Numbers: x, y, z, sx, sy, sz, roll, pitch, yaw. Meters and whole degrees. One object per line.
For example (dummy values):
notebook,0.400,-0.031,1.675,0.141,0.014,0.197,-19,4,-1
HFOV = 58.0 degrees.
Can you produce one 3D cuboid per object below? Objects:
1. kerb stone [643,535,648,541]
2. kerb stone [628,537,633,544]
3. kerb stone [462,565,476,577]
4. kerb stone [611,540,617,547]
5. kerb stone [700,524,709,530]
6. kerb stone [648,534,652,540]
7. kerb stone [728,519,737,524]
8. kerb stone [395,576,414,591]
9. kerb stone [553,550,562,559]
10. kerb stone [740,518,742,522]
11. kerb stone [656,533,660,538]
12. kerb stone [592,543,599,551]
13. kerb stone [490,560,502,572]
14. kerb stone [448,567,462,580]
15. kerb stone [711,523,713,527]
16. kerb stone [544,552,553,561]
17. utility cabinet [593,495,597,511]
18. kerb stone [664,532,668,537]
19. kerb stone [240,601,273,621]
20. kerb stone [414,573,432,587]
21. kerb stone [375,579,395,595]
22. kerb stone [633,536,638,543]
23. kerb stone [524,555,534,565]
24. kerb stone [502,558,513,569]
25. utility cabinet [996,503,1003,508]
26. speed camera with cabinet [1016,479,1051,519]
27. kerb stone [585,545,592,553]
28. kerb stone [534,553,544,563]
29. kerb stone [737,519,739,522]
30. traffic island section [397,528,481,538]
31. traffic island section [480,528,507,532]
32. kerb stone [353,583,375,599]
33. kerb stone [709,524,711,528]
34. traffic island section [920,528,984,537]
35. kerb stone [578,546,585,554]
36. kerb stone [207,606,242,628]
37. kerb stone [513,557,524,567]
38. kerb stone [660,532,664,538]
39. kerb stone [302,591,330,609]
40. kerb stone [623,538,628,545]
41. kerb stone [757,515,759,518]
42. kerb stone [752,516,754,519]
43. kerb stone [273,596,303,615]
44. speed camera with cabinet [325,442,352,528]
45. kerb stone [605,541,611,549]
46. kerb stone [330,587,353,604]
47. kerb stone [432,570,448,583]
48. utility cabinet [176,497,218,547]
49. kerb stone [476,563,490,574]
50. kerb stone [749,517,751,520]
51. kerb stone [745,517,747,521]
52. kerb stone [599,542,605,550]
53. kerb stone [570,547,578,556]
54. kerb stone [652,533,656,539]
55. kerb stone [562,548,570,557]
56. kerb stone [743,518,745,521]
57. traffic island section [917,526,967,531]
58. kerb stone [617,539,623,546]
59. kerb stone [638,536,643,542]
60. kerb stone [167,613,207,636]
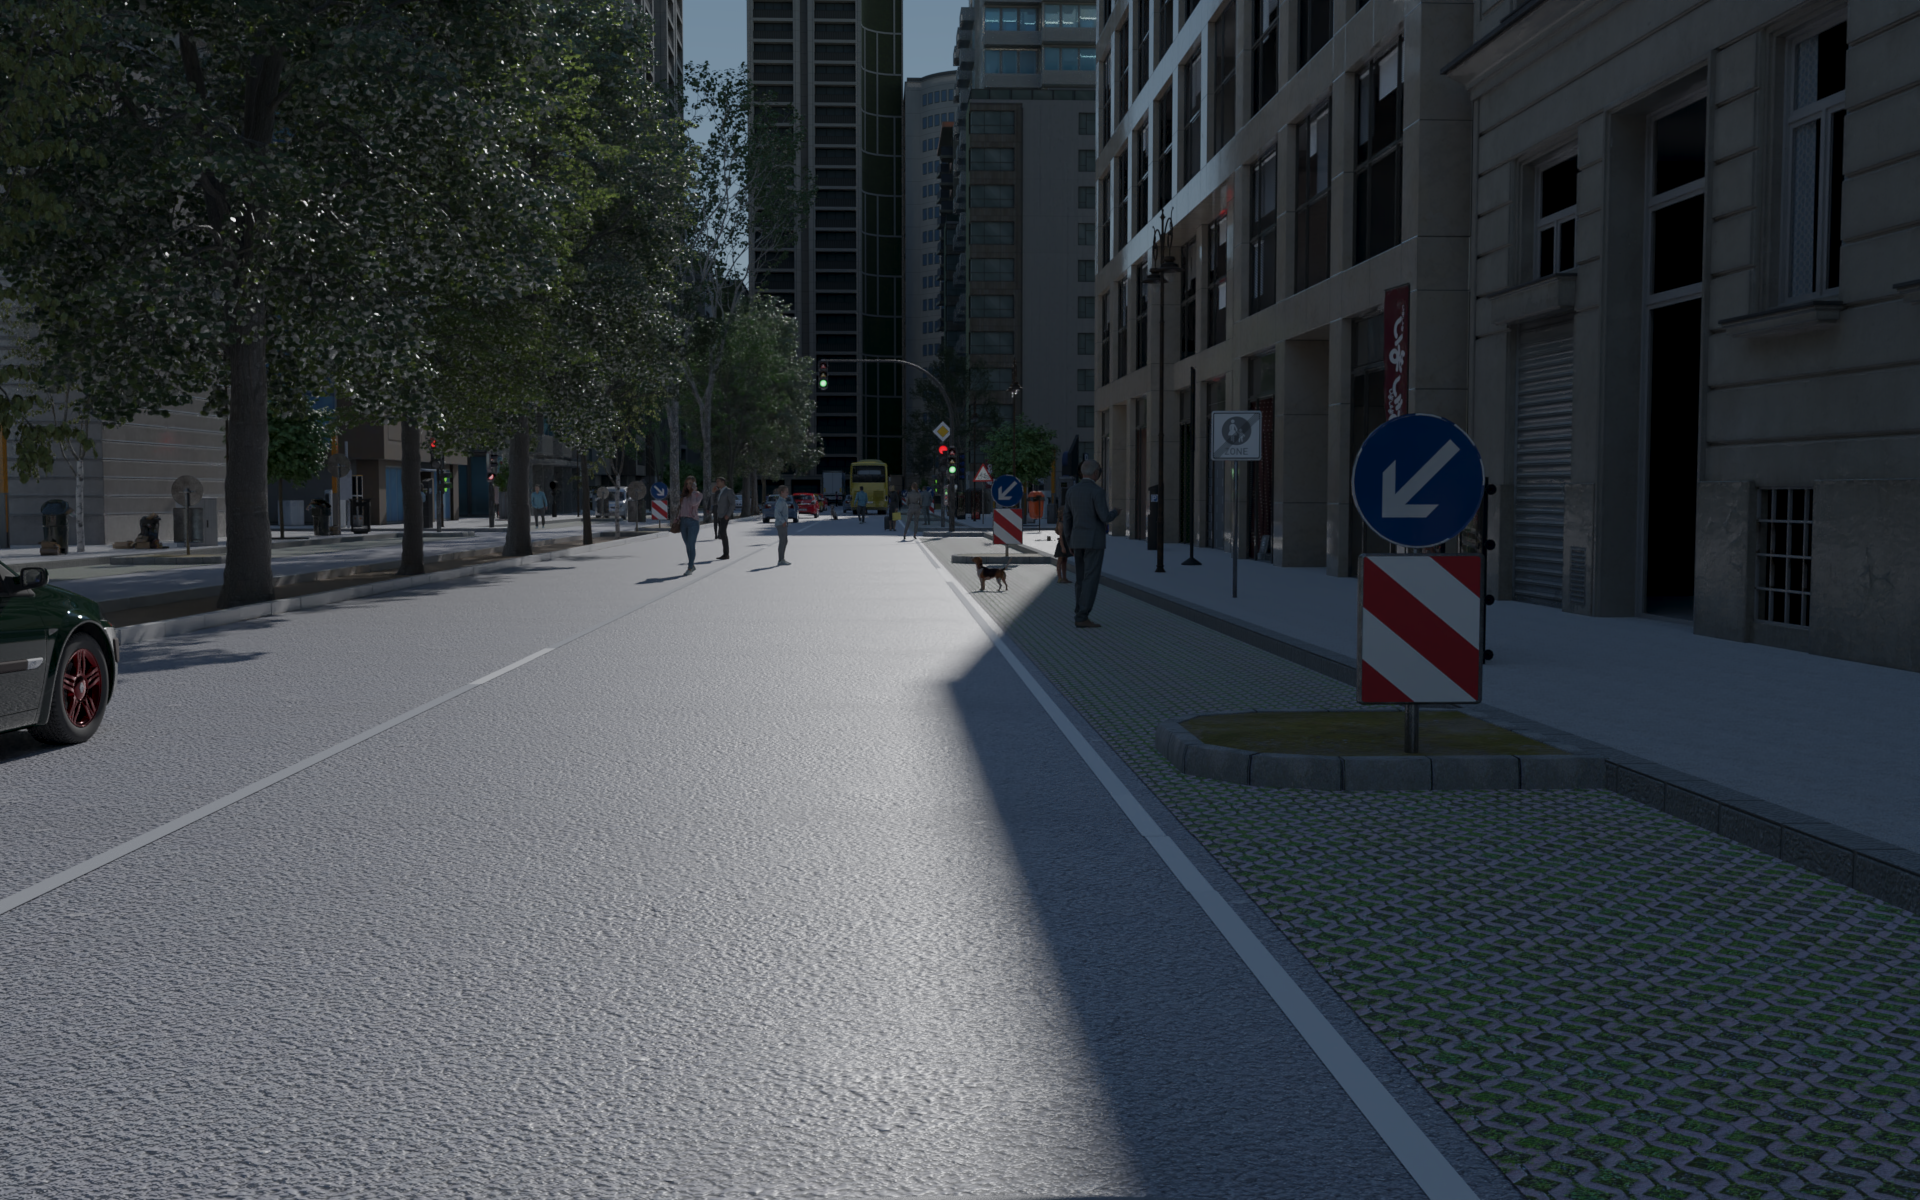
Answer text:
kerb stone,-9.719,-1.868,52.737,0.120,0.150,1.000,0,4,-3
kerb stone,-9.572,-1.679,49.660,0.120,0.150,1.000,0,4,-3
kerb stone,-8.660,-0.489,30.199,0.120,0.150,1.000,0,4,-3
kerb stone,-9.431,-1.488,46.582,0.120,0.150,1.000,0,4,-3
kerb stone,-10.626,-3.027,71.702,0.120,0.150,1.000,0,4,-3
kerb stone,-9.765,-1.931,53.764,0.120,0.150,1.000,0,4,-3
kerb stone,-11.300,-3.903,86.036,0.120,0.150,1.000,0,4,-3
kerb stone,-8.460,-0.239,26.101,0.120,0.150,1.000,0,4,-3
kerb stone,-9.039,-0.986,38.394,0.120,0.150,1.000,0,4,-3
kerb stone,-11.444,-4.087,89.108,0.120,0.150,1.000,0,4,-3
kerb stone,-9.876,-2.055,55.807,0.120,0.150,1.000,0,4,-3
kerb stone,-9.280,-1.303,43.509,0.120,0.150,1.000,0,4,-3
kerb stone,-8.750,-0.614,32.252,0.120,0.150,1.000,0,4,-3
kerb stone,-8.609,-0.424,29.178,0.120,0.150,1.000,0,4,-3
kerb stone,-10.720,-3.153,73.746,0.120,0.150,1.000,0,4,-3
kerb stone,-8.999,-0.925,37.372,0.120,0.150,1.000,0,4,-3
utility cabinet,-27.194,-7.229,129.363,0.306,1.237,1.020,0,4,0
kerb stone,-9.967,-2.181,57.856,0.120,0.150,1.000,0,4,-3
kerb stone,-8.172,0.138,19.944,0.120,0.150,1.000,0,4,-3
kerb stone,-8.503,-0.301,27.122,0.120,0.150,1.000,0,4,-3
kerb stone,-8.415,-0.176,25.071,0.120,0.150,1.000,0,4,-3
kerb stone,-9.619,-1.743,50.689,0.120,0.150,1.000,0,4,-3
kerb stone,-8.898,-0.797,35.327,0.120,0.150,1.000,0,4,-3
kerb stone,-8.799,-0.678,33.280,0.120,0.150,1.000,0,4,-3
utility cabinet,1.913,-4.497,84.685,0.306,1.237,1.020,0,4,-1
speed camera with cabinet,3.973,-5.854,90.055,0.660,3.252,2.038,-3,4,-39
kerb stone,-9.232,-1.241,42.488,0.120,0.150,1.000,0,4,-3
kerb stone,-8.948,-0.862,36.347,0.120,0.150,1.000,0,4,-3
kerb stone,-11.346,-3.962,87.057,0.120,0.150,1.000,0,4,-3
traffic island section,-17.535,-2.199,58.229,2.009,0.180,2.903,0,4,-3
traffic island section,-17.912,-2.687,66.205,2.009,0.180,2.903,0,4,-3
kerb stone,-8.366,-0.113,24.038,0.120,0.150,1.000,0,4,-3
kerb stone,-10.662,-3.088,72.724,0.120,0.150,1.000,0,4,-3
traffic island section,-0.262,-2.248,59.039,2.009,0.180,2.903,0,4,-3
kerb stone,-9.184,-1.179,41.465,0.120,0.150,1.000,0,4,-3
kerb stone,-8.114,0.204,18.917,0.120,0.150,1.000,0,4,-3
kerb stone,-8.851,-0.740,34.300,0.120,0.150,1.000,0,4,-3
kerb stone,-9.913,-2.118,56.831,0.120,0.150,1.000,0,4,-3
kerb stone,-8.259,0.012,21.993,0.120,0.150,1.000,0,4,-3
kerb stone,-9.531,-1.612,48.627,0.120,0.150,1.000,0,4,-3
kerb stone,-12.028,-4.846,101.421,0.120,0.150,1.000,0,4,-3
kerb stone,-11.829,-4.594,97.311,0.120,0.150,1.000,0,4,-3
kerb stone,-8.215,0.075,20.965,0.120,0.150,1.000,0,4,-3
speed camera with cabinet,-23.605,-4.365,65.707,0.660,3.252,2.038,-2,4,-32
kerb stone,-9.383,-1.428,45.551,0.120,0.150,1.000,0,4,-3
kerb stone,-8.311,-0.050,23.015,0.120,0.150,1.000,0,4,-3
kerb stone,-8.551,-0.364,28.156,0.120,0.150,1.000,0,4,-3
utility cabinet,-18.644,-1.906,42.329,0.306,1.237,1.020,2,4,24
kerb stone,-8.703,-0.553,31.231,0.120,0.150,1.000,0,4,-3
kerb stone,-11.747,-4.469,95.262,0.120,0.150,1.000,0,4,-3
kerb stone,-11.593,-4.280,92.183,0.120,0.150,1.000,0,4,-3
kerb stone,-9.336,-1.365,44.530,0.120,0.150,1.000,0,4,-3
kerb stone,-9.138,-1.115,40.444,0.120,0.150,1.000,0,4,-3
kerb stone,-9.821,-1.993,54.784,0.120,0.150,1.000,0,4,-3
kerb stone,-9.092,-1.051,39.424,0.120,0.150,1.000,0,4,-3
kerb stone,-11.548,-4.217,91.149,0.120,0.150,1.000,0,4,-3
traffic island section,-0.640,-2.736,67.015,2.009,0.180,2.903,0,4,-3
kerb stone,-9.479,-1.554,47.602,0.120,0.150,1.000,0,4,-3
kerb stone,-9.669,-1.804,51.709,0.120,0.150,1.000,0,4,-3
kerb stone,-8.064,0.266,17.896,0.120,0.150,1.000,0,4,-3
